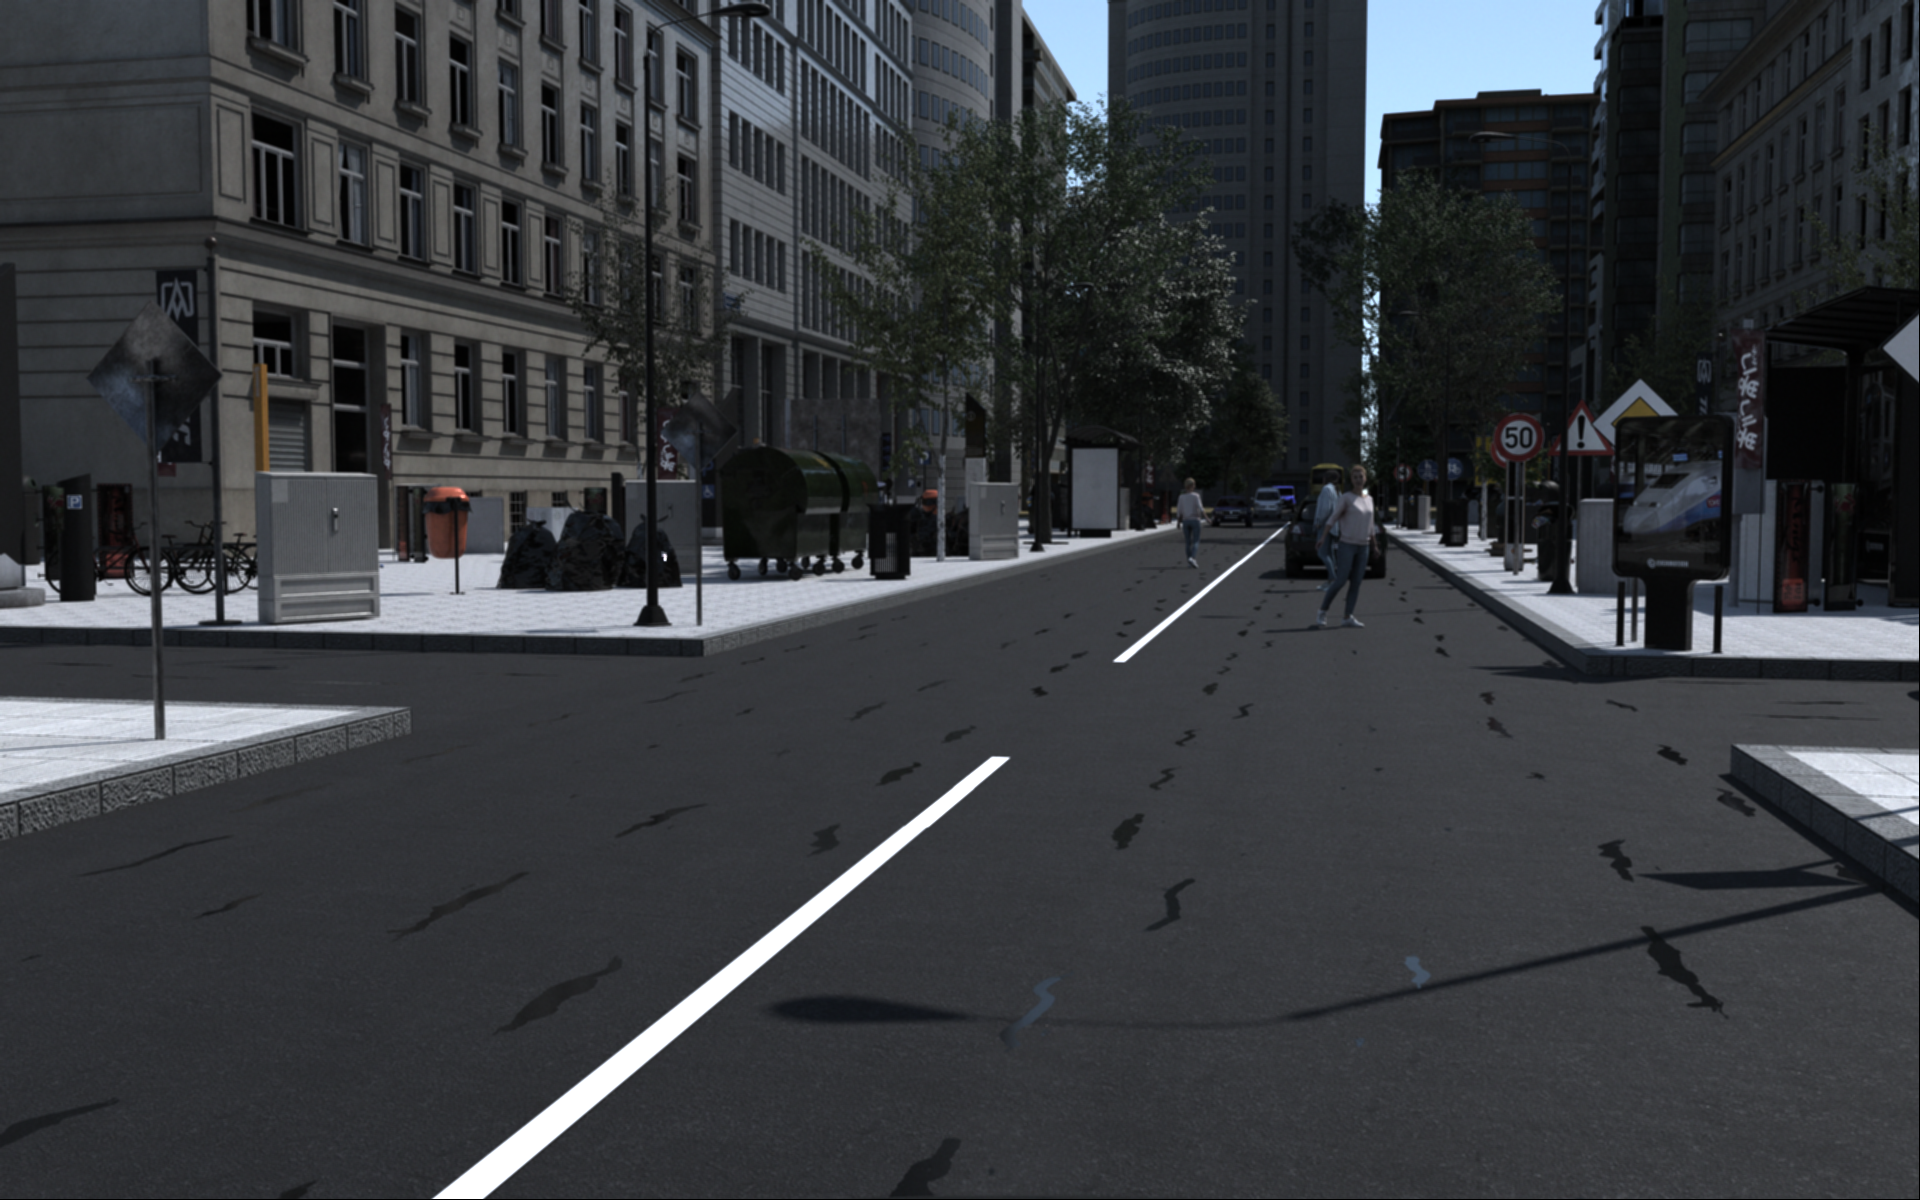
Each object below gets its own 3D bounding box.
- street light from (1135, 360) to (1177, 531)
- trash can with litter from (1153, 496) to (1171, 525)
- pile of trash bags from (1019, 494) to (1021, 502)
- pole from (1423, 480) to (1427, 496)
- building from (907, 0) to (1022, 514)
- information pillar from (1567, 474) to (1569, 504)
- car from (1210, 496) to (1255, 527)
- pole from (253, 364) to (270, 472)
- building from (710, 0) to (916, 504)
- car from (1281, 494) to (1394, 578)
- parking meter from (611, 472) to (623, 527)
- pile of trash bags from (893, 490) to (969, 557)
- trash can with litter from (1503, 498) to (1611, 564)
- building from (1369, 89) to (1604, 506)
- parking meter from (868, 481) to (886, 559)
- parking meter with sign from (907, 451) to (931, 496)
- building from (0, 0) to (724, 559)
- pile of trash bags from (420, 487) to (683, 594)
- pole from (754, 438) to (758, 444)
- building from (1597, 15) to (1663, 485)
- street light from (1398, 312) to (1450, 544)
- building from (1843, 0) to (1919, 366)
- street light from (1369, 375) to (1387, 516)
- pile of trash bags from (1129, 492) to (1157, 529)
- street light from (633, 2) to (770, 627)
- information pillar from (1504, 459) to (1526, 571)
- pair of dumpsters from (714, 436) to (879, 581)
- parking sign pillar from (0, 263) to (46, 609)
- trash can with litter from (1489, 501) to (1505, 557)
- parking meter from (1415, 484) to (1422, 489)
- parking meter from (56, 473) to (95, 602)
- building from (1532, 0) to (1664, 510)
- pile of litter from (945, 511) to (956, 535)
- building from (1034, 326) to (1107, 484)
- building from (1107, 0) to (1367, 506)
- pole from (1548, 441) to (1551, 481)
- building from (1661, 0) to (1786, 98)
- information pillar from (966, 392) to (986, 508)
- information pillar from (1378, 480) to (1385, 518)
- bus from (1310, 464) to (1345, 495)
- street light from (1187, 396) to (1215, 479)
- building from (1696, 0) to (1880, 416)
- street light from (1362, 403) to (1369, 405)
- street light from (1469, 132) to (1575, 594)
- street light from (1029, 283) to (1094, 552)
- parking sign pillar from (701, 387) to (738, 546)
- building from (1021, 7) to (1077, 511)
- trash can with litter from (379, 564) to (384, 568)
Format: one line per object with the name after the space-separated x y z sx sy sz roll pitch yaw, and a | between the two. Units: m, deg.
6.815 -5.358 60.145 1.470 5.913 1.316 1 4 12 | street light
8.061 -3.812 73.387 1.678 1.210 2.233 -3 4 -38 | trash can with litter
1.351 -4.563 84.356 3.447 1.369 1.912 -1 4 -23 | pile of trash bags
22.758 -5.564 84.808 0.158 3.312 0.155 0 3 0 | pole
-8.852 -34.636 108.304 21.231 58.520 28.212 1 4 12 | building
21.983 -3.581 63.036 0.304 2.012 0.304 1 4 11 | information pillar
12.064 -3.921 76.694 1.945 1.354 3.894 1 4 11 | car
-10.953 -2.040 27.194 0.158 3.312 0.155 0 3 0 | pole
-10.808 -18.357 77.634 11.434 29.767 29.804 1 4 12 | building
6.761 -1.302 31.071 2.009 1.686 4.222 1 4 13 | car
-9.306 -2.530 47.079 0.255 1.863 0.399 0 4 1 | parking meter
-0.434 -1.661 36.908 1.912 1.369 3.447 -1 4 -10 | pile of trash bags
11.108 -1.301 32.330 2.233 1.210 1.678 0 4 1 | trash can with litter
59.156 -32.805 190.979 28.867 44.769 22.147 1 4 12 | building
-1.655 -1.601 34.583 0.372 1.533 0.369 0 3 0 | parking meter
-1.829 -4.498 69.802 0.543 3.016 1.738 2 4 28 | parking meter with sign
-18.784 -13.193 48.986 16.112 22.955 30.059 1 4 12 | building
-5.575 -0.829 23.311 3.447 1.369 1.912 -3 5 -43 | pile of trash bags
-7.423 -4.238 63.131 0.158 3.312 0.155 0 3 0 | pole
47.026 -20.535 107.447 14.160 30.474 14.107 1 4 12 | building
11.864 -4.382 44.190 1.470 5.913 1.316 1 4 12 | street light
32.291 -11.771 47.202 10.420 20.320 16.860 1 4 12 | building
16.562 -5.749 66.540 1.470 5.913 1.316 1 4 12 | street light
6.491 -3.357 64.647 1.912 1.369 3.447 2 4 26 | pile of trash bags
-2.474 -2.696 16.620 1.470 5.913 1.316 1 4 12 | street light
9.257 -1.493 28.904 0.304 2.012 0.304 1 4 15 | information pillar
-2.556 -1.536 27.603 1.574 2.255 4.437 1 4 12 | pair of dumpsters
-11.256 -1.907 19.654 1.447 3.967 1.447 0 4 5 | parking sign pillar
11.317 -1.489 35.736 0.624 1.170 1.055 2 4 33 | trash can with litter
21.996 -4.742 83.235 0.255 1.863 0.399 -1 4 -11 | parking meter
-10.601 -0.755 20.756 0.372 1.533 0.369 0 3 0 | parking meter
55.671 -49.815 127.141 22.319 86.520 31.000 1 4 12 | building
-0.440 -1.808 43.531 1.719 0.858 1.176 -2 4 -29 | pile of litter
3.381 -22.058 205.681 28.899 21.520 27.650 1 4 12 | building
31.144 -40.002 196.027 28.212 58.520 21.231 1 4 12 | building
22.439 -4.422 66.136 0.158 3.312 0.155 0 3 0 | pole
45.082 -25.049 93.149 14.154 41.232 14.086 1 4 12 | building
0.341 -2.947 39.544 0.504 3.616 0.183 2 4 27 | information pillar
20.882 -4.972 85.782 0.304 2.012 0.304 2 4 25 | information pillar
29.710 -9.093 140.219 2.896 3.916 12.252 1 4 12 | bus
11.369 -6.710 82.244 1.470 5.913 1.316 1 4 12 | street light
40.937 -14.431 69.236 16.112 22.955 30.059 1 4 12 | building
21.149 -7.078 88.265 1.470 5.913 1.316 1 4 12 | street light
7.237 -3.044 22.319 1.470 5.913 1.316 1 4 12 | street light
2.249 -4.023 38.317 1.470 5.913 1.316 1 4 12 | street light
-6.007 -3.350 43.250 1.447 3.967 1.447 1 4 18 | parking sign pillar
-3.795 -27.425 140.275 23.993 40.220 32.217 1 4 12 | building
-10.807 -1.146 29.790 1.678 1.210 2.233 -1 4 -15 | trash can with litter
